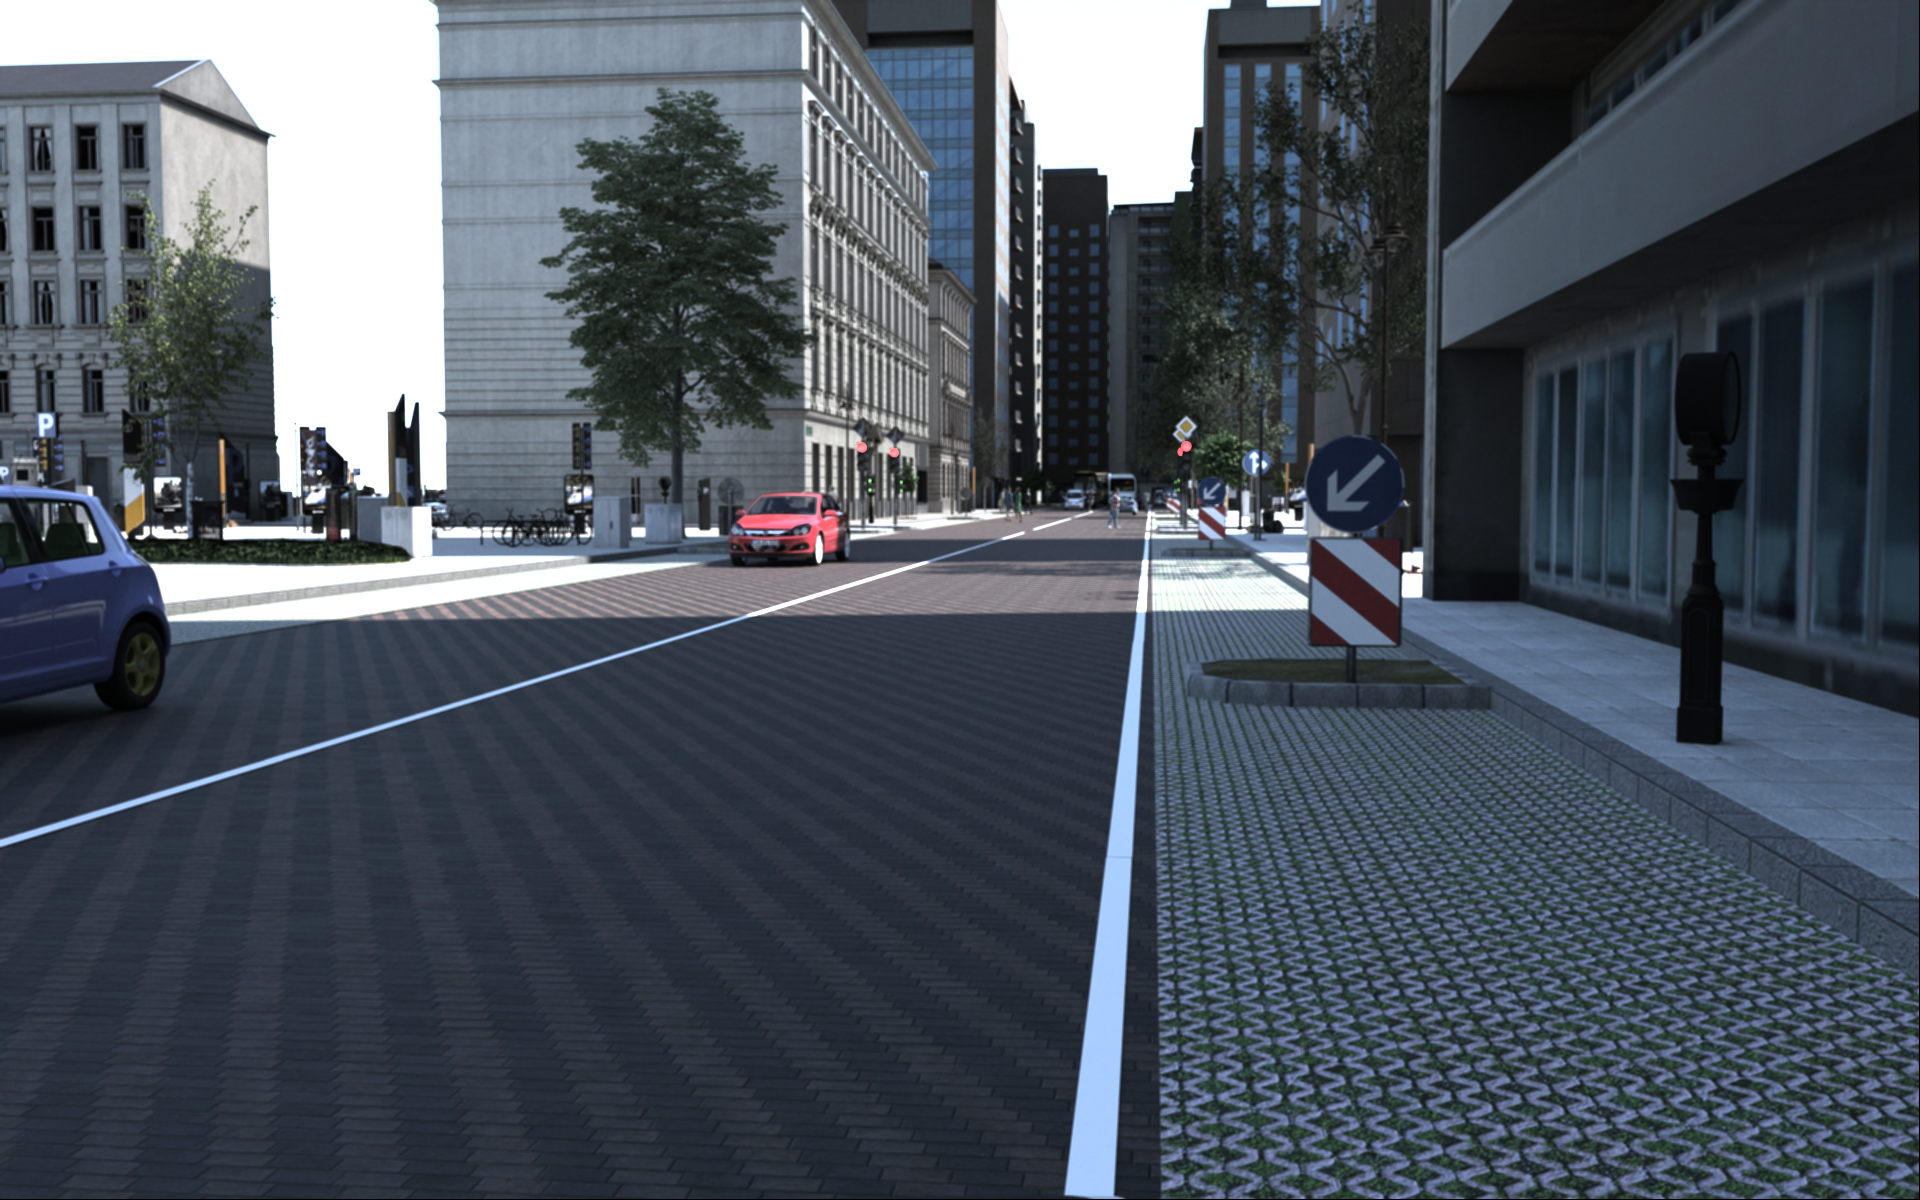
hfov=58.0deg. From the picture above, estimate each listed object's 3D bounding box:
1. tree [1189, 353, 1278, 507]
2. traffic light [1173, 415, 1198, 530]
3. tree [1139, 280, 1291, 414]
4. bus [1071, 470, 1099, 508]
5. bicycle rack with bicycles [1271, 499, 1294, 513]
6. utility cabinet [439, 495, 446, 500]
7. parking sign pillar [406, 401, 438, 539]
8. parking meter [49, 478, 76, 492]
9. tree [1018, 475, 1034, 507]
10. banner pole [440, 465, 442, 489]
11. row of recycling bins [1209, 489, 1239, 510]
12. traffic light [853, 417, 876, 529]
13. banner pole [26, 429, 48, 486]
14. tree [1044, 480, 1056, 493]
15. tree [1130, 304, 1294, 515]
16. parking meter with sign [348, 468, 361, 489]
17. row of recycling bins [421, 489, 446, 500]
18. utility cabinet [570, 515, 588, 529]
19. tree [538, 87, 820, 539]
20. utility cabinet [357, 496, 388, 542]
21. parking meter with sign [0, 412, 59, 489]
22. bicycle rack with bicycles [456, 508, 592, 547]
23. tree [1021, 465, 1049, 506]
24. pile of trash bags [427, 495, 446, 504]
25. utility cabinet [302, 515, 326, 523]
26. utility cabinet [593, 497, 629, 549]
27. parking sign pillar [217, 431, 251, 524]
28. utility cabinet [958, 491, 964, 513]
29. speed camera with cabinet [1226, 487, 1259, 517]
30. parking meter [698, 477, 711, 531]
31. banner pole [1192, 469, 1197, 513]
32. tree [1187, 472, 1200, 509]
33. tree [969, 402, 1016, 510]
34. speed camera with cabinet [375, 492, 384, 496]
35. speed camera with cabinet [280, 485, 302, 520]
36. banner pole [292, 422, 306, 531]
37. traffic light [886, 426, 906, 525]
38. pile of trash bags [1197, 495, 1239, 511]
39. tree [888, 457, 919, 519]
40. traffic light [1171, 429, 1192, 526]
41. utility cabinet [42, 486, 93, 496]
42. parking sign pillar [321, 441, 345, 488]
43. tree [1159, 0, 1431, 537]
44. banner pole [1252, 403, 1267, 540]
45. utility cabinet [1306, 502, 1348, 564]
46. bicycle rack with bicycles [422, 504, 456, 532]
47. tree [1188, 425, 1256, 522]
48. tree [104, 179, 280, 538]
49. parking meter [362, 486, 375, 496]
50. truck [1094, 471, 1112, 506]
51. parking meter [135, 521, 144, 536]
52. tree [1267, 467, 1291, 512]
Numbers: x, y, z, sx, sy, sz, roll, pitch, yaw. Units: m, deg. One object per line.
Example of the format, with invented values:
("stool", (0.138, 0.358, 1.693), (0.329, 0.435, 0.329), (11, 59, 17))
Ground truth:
("tree", (14.132, -8.580, 90.653), (4.360, 8.622, 3.978), (0, 3, 0))
("traffic light", (8.073, -4.472, 62.033), (0.839, 4.253, 0.868), (0, 4, 6))
("tree", (20.914, -17.460, 141.361), (12.611, 20.169, 13.585), (0, 3, 0))
("bus", (13.285, -11.755, 183.737), (2.896, 3.916, 12.252), (0, 4, 4))
("bicycle rack with bicycles", (22.511, -6.469, 119.147), (2.852, 0.926, 2.925), (2, 4, 28))
("utility cabinet", (-32.626, -6.029, 109.740), (0.306, 1.237, 1.020), (-3, 5, -44))
("parking sign pillar", (-15.802, -3.752, 49.815), (1.447, 3.967, 1.447), (-1, 4, -10))
("parking meter", (-14.164, -1.159, 27.366), (0.372, 1.533, 0.369), (0, 3, 0))
("tree", (6.753, -11.128, 176.541), (1.663, 3.219, 1.824), (0, 3, 0))
("banner pole", (-43.795, -9.555, 146.241), (0.401, 3.779, 0.863), (-1, 4, -17))
("row of recycling bins", (20.894, -7.932, 136.798), (1.069, 1.692, 3.534), (-3, 5, -44))
("traffic light", (-3.520, -4.549, 63.292), (0.839, 4.253, 0.868), (0, 4, 6))
("banner pole", (-35.623, -4.695, 66.774), (0.863, 3.779, 0.401), (-2, 4, -30))
("tree", (11.245, -13.963, 222.896), (1.663, 3.219, 1.824), (0, 3, 0))
("tree", (14.899, -11.450, 104.209), (9.611, 12.733, 9.660), (0, 3, 0))
("parking meter with sign", (-39.578, -7.127, 112.786), (0.543, 3.016, 1.738), (0, 4, 2))
("row of recycling bins", (-39.948, -7.603, 131.425), (3.534, 1.692, 1.069), (3, 5, 42))
("utility cabinet", (-14.043, -3.218, 63.774), (0.306, 1.237, 1.020), (-2, 4, -34))
("tree", (-7.832, -7.982, 48.629), (7.486, 12.596, 7.792), (0, 3, 0))
("utility cabinet", (-15.325, -2.108, 45.629), (1.020, 1.237, 0.306), (-2, 4, -25))
("parking meter with sign", (-19.729, -2.444, 36.224), (0.543, 3.016, 1.738), (1, 4, 19))
("bicycle rack with bicycles", (-10.568, -1.835, 43.391), (2.925, 0.926, 2.852), (-3, 5, -39))
("tree", (8.347, -12.791, 192.854), (4.285, 4.588, 4.351), (0, 3, 0))
("pile of trash bags", (-34.135, -6.412, 114.586), (1.912, 1.369, 3.447), (1, 4, 13))
("utility cabinet", (-27.841, -4.030, 74.569), (1.173, 1.500, 0.318), (2, 4, 32))
("utility cabinet", (-8.299, -1.835, 41.166), (1.020, 1.237, 0.306), (3, 5, 40))
("parking sign pillar", (-31.166, -5.238, 74.114), (1.447, 3.967, 1.447), (1, 4, 10))
("utility cabinet", (0.054, -6.397, 113.270), (0.318, 1.500, 1.173), (0, 4, 5))
("speed camera with cabinet", (15.758, -6.273, 96.900), (2.038, 3.252, 0.660), (0, 4, -3))
("parking meter", (-8.970, -3.366, 60.741), (0.399, 1.863, 0.255), (-2, 4, -31))
("banner pole", (15.915, -7.792, 117.414), (0.401, 3.779, 0.863), (-1, 4, -17))
("tree", (20.543, -9.553, 150.799), (1.663, 3.219, 1.824), (0, 3, 0))
("tree", (2.223, -11.531, 138.897), (4.360, 8.622, 3.978), (0, 3, 0))
("speed camera with cabinet", (-44.926, -8.607, 135.063), (2.038, 3.252, 0.660), (-1, 4, -23))
("speed camera with cabinet", (-33.055, -5.597, 85.838), (2.038, 3.252, 0.660), (-1, 4, -13))
("banner pole", (-22.939, -4.302, 60.348), (0.401, 3.779, 0.863), (2, 4, 24))
("traffic light", (-2.644, -5.034, 71.229), (0.839, 4.253, 0.868), (0, 4, 6))
("pile of trash bags", (19.643, -7.447, 131.516), (3.447, 1.369, 1.912), (1, 4, 17))
("tree", (-2.735, -5.870, 90.574), (1.663, 3.219, 1.824), (0, 3, 0))
("traffic light", (8.949, -4.957, 69.970), (0.839, 4.253, 0.868), (0, 4, 6))
("utility cabinet", (-24.035, -2.325, 46.697), (1.173, 1.500, 0.318), (0, 4, -6))
("parking sign pillar", (-31.675, -6.056, 87.487), (1.447, 3.967, 1.447), (2, 4, 32))
("tree", (7.473, -6.044, 33.236), (8.767, 10.594, 7.601), (2, 4, 32))
("banner pole", (8.367, -3.555, 48.145), (0.401, 3.779, 0.863), (1, 4, 15))
("utility cabinet", (6.757, -1.402, 31.600), (0.318, 1.500, 1.173), (3, 5, 41))
("bicycle rack with bicycles", (-18.300, -2.836, 59.753), (2.925, 0.926, 2.852), (1, 4, 11))
("tree", (12.442, -5.975, 81.413), (4.285, 4.588, 4.351), (0, 3, 0))
("tree", (-18.271, -5.540, 40.943), (4.737, 8.622, 4.395), (0, 3, 0))
("parking meter", (-17.875, -2.691, 52.412), (0.372, 1.533, 0.369), (0, 3, 0))
("truck", (17.517, -13.965, 217.247), (2.839, 4.237, 11.283), (0, 4, 8))
("parking meter", (-25.301, -2.741, 53.219), (0.372, 1.533, 0.369), (0, 3, 0))
("tree", (22.952, -7.886, 123.531), (1.663, 3.219, 1.824), (0, 3, 0))
